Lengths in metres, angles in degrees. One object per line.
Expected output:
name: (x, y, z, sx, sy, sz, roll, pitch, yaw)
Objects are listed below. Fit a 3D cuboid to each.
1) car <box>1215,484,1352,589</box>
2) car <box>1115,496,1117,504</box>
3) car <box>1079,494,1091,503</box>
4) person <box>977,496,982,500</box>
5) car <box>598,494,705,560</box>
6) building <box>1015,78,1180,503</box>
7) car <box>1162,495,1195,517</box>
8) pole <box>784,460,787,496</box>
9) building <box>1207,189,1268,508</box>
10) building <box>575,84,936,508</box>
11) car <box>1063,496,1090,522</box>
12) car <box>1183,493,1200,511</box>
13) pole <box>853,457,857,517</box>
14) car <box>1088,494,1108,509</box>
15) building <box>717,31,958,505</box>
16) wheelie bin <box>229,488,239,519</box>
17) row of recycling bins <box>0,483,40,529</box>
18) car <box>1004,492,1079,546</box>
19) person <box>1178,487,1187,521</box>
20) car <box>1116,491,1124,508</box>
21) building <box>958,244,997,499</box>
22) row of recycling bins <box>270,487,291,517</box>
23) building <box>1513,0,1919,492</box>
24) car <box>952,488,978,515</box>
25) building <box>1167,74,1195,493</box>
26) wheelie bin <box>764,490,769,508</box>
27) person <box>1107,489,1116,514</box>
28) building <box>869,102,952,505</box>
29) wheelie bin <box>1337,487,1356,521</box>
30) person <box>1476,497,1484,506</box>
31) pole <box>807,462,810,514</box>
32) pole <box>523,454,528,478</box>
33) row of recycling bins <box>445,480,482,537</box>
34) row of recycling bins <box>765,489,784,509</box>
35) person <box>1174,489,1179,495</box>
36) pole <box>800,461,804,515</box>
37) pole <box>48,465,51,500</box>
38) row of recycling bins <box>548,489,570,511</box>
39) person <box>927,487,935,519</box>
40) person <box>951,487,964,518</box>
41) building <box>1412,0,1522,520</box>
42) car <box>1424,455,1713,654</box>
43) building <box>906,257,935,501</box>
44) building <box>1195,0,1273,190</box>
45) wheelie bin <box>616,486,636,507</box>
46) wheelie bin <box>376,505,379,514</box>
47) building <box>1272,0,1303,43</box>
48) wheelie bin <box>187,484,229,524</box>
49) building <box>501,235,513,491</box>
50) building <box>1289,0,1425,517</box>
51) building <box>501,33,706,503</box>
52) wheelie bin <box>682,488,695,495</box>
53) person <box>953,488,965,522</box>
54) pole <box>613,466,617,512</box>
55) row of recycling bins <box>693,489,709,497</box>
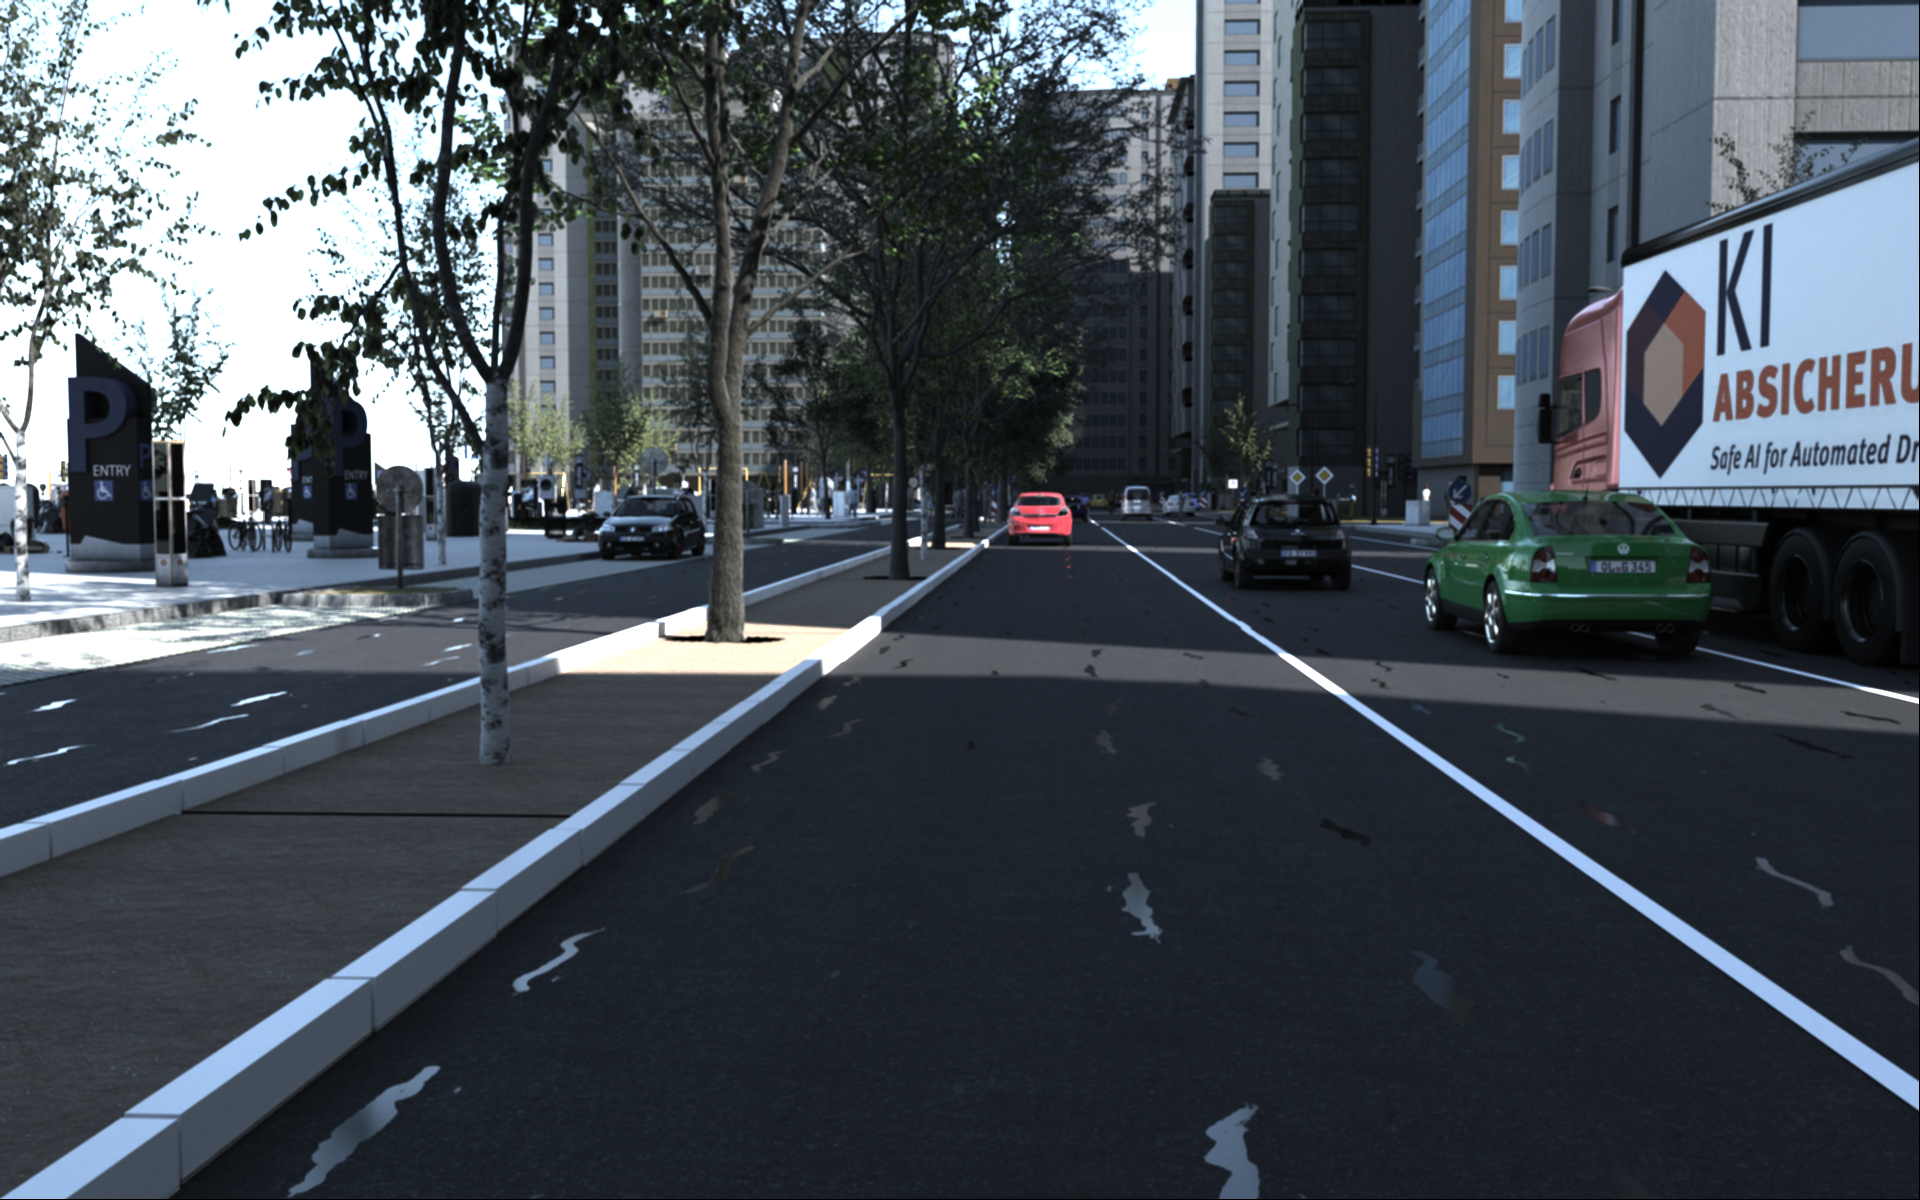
car: (5.108, -1.085, 27.521, 2.009, 1.686, 4.222, 0, 4, 4)
car: (19.904, -12.351, 214.296, 2.083, 1.381, 4.827, 0, 4, 2)
car: (15.914, -13.039, 222.775, 1.945, 1.707, 3.694, 0, 4, 2)
person: (1.290, -6.008, 106.918, 0.466, 1.800, 0.511, 2, 4, 34)
car: (-6.880, -1.779, 38.867, 2.009, 1.686, 4.222, 0, 4, 3)
building: (21.919, -43.237, 248.925, 28.212, 58.520, 21.231, 0, 4, 3)
car: (14.096, -6.076, 111.700, 2.083, 1.381, 4.827, 0, 4, 3)
pole: (-10.333, -6.657, 102.688, 0.158, 3.312, 0.155, 0, 3, 0)
building: (30.695, -24.138, 166.361, 14.160, 30.474, 14.107, 0, 4, 3)
building: (-18.339, -29.135, 168.245, 32.217, 40.220, 23.993, 0, 4, 3)
car: (5.743, -4.692, 89.296, 1.945, 1.354, 3.894, 0, 4, 2)
car: (18.684, -8.053, 141.261, 1.945, 1.707, 3.694, 0, 4, 5)
pole: (-5.778, -6.191, 95.067, 0.158, 3.312, 0.155, 0, 3, 0)
car: (13.103, -9.372, 163.453, 2.015, 1.641, 3.980, 0, 4, 4)
building: (-14.460, -41.486, 220.294, 28.212, 58.520, 21.231, 0, 4, 3)
wheelie bin: (-38.147, -5.057, 90.583, 0.693, 1.594, 0.980, 3, 5, 41)
row of recycling bins: (-35.827, -3.478, 63.983, 3.534, 1.692, 1.069, 0, 4, -5)
car: (2.307, -2.472, 49.454, 2.155, 1.783, 4.494, 0, 4, 4)
person: (11.819, -5.098, 92.027, 0.466, 1.800, 0.511, 0, 4, -8)
car: (17.844, -10.836, 185.847, 2.281, 1.827, 5.304, 0, 4, 5)
building: (-5.684, -40.687, 254.478, 27.495, 52.752, 28.713, 0, 4, 3)
row of recycling bins: (-37.522, -5.545, 97.767, 1.069, 1.692, 3.534, 2, 4, 34)
building: (27.861, -31.097, 50.432, 21.231, 58.520, 28.212, 0, 4, 3)
car: (0.614, -6.604, 116.646, 2.281, 1.827, 5.304, 0, 4, 2)
building: (40.644, -38.222, 214.167, 28.713, 52.752, 27.495, 0, 4, 3)
wheelie bin: (-15.362, -7.810, 135.596, 0.693, 1.594, 0.980, -1, 4, -18)
person: (11.150, -7.261, 127.132, 0.656, 1.842, 0.836, 0, 4, 7)
building: (-8.291, -33.678, 200.739, 14.600, 45.320, 14.200, 0, 4, 3)
wheelie bin: (18.502, -4.585, 82.870, 0.980, 1.594, 0.693, 2, 4, 30)
person: (21.967, -3.689, 73.098, 0.425, 1.301, 0.394, 2, 4, 26)
pole: (-9.649, -7.104, 110.001, 0.158, 3.312, 0.155, 0, 3, 0)
pole: (-22.136, -5.775, 88.256, 0.158, 3.312, 0.155, 0, 3, 0)
row of recycling bins: (-15.343, -2.849, 53.698, 1.069, 1.692, 3.534, -1, 4, -11)
row of recycling bins: (-15.592, -8.257, 142.116, 1.069, 1.692, 3.534, -3, 5, -41)
person: (16.381, -7.458, 130.785, 0.623, 1.781, 0.721, -3, 5, -45)
pole: (-9.761, -6.915, 106.905, 0.158, 3.312, 0.155, 0, 3, 0)
pole: (-64.035, -7.830, 121.858, 0.158, 3.312, 0.155, 0, 3, 0)
row of recycling bins: (-31.439, -7.736, 133.597, 1.069, 1.692, 3.534, 2, 4, 30)
person: (-1.676, -5.544, 99.245, 0.616, 1.811, 0.778, 0, 4, 5)
person: (-0.155, -5.790, 103.070, 0.836, 1.842, 0.656, -1, 4, -10)
building: (31.151, -26.623, 85.393, 14.200, 45.320, 14.600, 0, 4, 3)
car: (5.768, -0.496, 16.908, 1.959, 1.807, 4.718, 0, 4, 4)
building: (-9.629, -25.408, 187.116, 14.160, 30.474, 14.107, 0, 4, 3)
building: (35.714, -39.414, 186.414, 21.231, 58.520, 28.212, 0, 4, 3)
wheelie bin: (-13.828, -3.911, 71.847, 0.693, 1.594, 0.980, -3, 5, -43)
wheelie bin: (-37.513, -6.318, 111.204, 0.693, 1.594, 0.980, -1, 4, -15)
building: (38.829, -33.213, 132.271, 28.713, 52.752, 27.495, 0, 4, 3)
wheelie bin: (-22.660, -2.691, 51.902, 0.980, 1.594, 0.693, 0, 4, 5)
building: (-58.143, -34.655, 250.210, 14.086, 41.232, 14.154, 0, 4, 3)
building: (26.640, -20.329, 104.074, 14.160, 30.474, 14.107, 0, 4, 3)
building: (-42.676, -41.538, 221.144, 28.212, 58.520, 21.231, 0, 4, 3)
wheelie bin: (-13.605, -4.807, 86.509, 0.980, 1.594, 0.693, 2, 4, 28)
person: (-0.043, -4.878, 88.352, 0.635, 1.810, 0.391, -2, 4, -25)
pole: (-25.072, -8.076, 125.885, 0.158, 3.312, 0.155, 0, 3, 0)
row of recycling bins: (-22.282, -8.206, 141.274, 3.534, 1.692, 1.069, -2, 4, -35)
